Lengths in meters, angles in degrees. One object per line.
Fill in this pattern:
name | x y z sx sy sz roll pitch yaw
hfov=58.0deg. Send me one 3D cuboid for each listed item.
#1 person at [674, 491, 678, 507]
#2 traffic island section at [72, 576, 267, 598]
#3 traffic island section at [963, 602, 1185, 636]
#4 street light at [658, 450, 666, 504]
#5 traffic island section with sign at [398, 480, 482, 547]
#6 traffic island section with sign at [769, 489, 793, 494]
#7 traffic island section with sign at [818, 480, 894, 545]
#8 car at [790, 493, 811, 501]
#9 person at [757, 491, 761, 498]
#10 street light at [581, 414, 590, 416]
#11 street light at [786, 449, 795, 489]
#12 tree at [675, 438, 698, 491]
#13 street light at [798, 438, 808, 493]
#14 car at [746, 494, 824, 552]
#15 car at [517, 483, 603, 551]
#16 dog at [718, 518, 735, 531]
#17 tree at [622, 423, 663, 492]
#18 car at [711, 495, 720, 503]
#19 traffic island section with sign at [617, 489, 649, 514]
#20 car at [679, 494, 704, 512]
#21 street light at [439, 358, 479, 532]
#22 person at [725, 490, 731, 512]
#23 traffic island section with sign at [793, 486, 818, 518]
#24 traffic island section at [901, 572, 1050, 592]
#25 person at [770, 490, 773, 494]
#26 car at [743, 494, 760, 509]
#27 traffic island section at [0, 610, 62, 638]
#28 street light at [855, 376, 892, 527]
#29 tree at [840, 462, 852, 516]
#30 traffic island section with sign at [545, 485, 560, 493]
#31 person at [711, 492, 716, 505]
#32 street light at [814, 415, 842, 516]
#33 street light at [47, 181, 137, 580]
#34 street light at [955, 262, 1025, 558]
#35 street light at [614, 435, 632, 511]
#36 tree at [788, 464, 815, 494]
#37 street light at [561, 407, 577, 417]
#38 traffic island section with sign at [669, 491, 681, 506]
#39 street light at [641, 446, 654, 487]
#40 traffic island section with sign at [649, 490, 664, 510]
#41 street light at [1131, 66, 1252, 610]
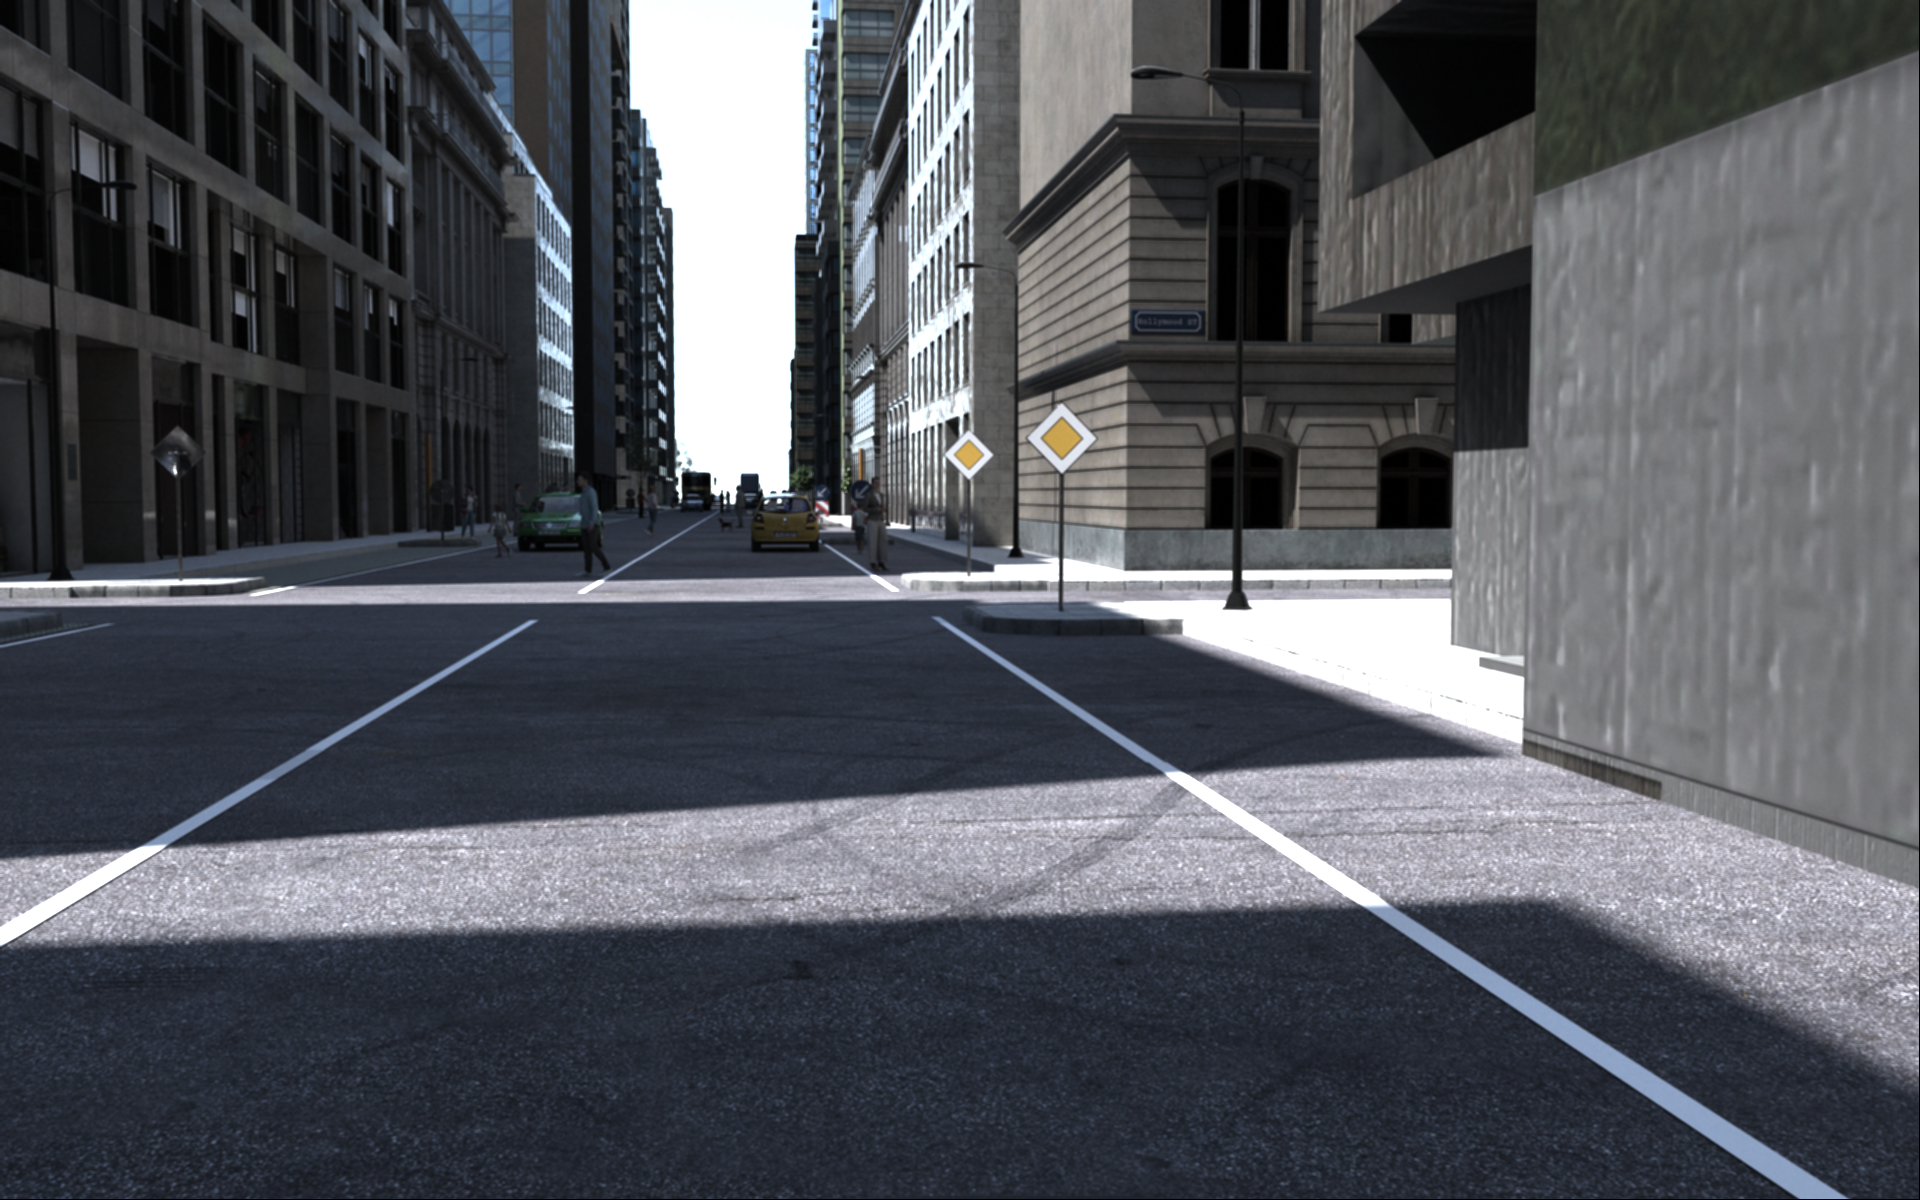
person | -30.974 -10.944 188.227 0.721 1.735 1.217 -3 4 -36
traffic island section | -11.498 -0.198 25.512 2.009 0.180 2.903 0 4 -7
traffic island section | 1.128 0.201 19.002 2.009 0.180 2.903 0 4 -7
street light | -32.279 -12.910 183.622 1.470 5.913 1.316 0 4 -7
traffic island section with sign | -14.188 -2.371 47.396 1.989 1.847 2.006 0 4 -7
traffic island section with sign | -15.610 -8.828 152.962 1.989 1.847 2.006 0 4 -7
traffic island section with sign | -2.963 -2.507 49.619 1.989 1.847 2.006 0 4 -7
car | -10.975 -6.544 116.590 1.945 1.707 3.694 0 4 -8
person | -19.997 -9.957 172.031 0.721 1.736 1.217 2 4 35
street light | -22.241 -7.862 101.084 1.470 5.913 1.316 0 4 -7
street light | -16.859 -12.540 177.571 1.470 5.913 1.316 0 4 -7
tree | -42.520 -19.800 258.139 7.601 10.594 8.767 0 4 1
street light | -12.740 -10.487 144.009 1.470 5.913 1.316 0 4 -7
car | -4.490 -2.094 44.466 2.015 1.641 3.980 0 4 -6
car | -10.389 -2.223 45.141 1.959 1.807 4.718 0 4 -5
dog | -8.985 -2.893 66.590 0.540 0.507 0.406 -2 4 -28
tree | -32.505 -13.847 176.759 4.360 8.622 3.978 0 3 0
car | -33.363 -13.751 237.192 2.083 1.381 4.827 0 4 -5
traffic island section with sign | -23.624 -7.086 124.481 1.989 1.847 2.006 0 4 -7
car | -21.591 -7.791 139.379 2.014 1.417 4.499 -1 4 -9
street light | -17.064 -5.287 58.988 1.470 5.913 1.316 0 4 -7
person | -18.578 -7.917 138.614 0.621 1.740 0.551 -3 4 -36
traffic island section with sign | -6.236 -4.144 76.375 1.989 1.847 2.006 0 4 -7
traffic island section | 0.157 -0.284 26.928 2.009 0.180 2.903 0 4 -7
person | -19.163 -10.345 177.506 0.599 1.838 0.709 2 4 27
car | -17.763 -8.221 146.206 2.131 1.459 4.920 0 4 -8
traffic island section | -10.528 0.287 17.586 2.009 0.180 2.903 0 4 -7
street light | -3.409 -5.845 68.110 1.470 5.913 1.316 0 4 -7
tree | -6.700 -6.682 103.845 1.663 3.219 1.824 0 3 0
traffic island section with sign | -17.530 -4.040 74.686 1.989 1.847 2.006 0 4 -7
person | -31.298 -12.863 219.368 0.990 1.755 0.434 2 4 28
street light | -7.626 -7.892 101.571 1.470 5.913 1.316 0 4 -7
street light | -12.900 -3.256 25.769 1.470 5.913 1.316 0 4 -7
street light | 0.598 -3.812 34.871 1.470 5.913 1.316 0 4 -7
street light | -26.307 -9.946 135.154 1.470 5.913 1.316 0 4 -7
tree | -16.552 -12.288 184.620 4.285 4.588 4.351 0 3 0
street light | -21.167 -7.320 92.215 1.470 5.913 1.316 0 4 -7
traffic island section with sign | -33.597 -12.067 205.921 1.989 1.847 2.006 0 4 -7
street light | -30.423 -11.978 168.379 1.470 5.913 1.316 0 4 -7
traffic island section with sign | -26.951 -8.743 151.583 1.989 1.847 2.006 0 4 -7
street light | 2.547 -2.844 19.049 1.470 5.913 1.316 0 4 -7
